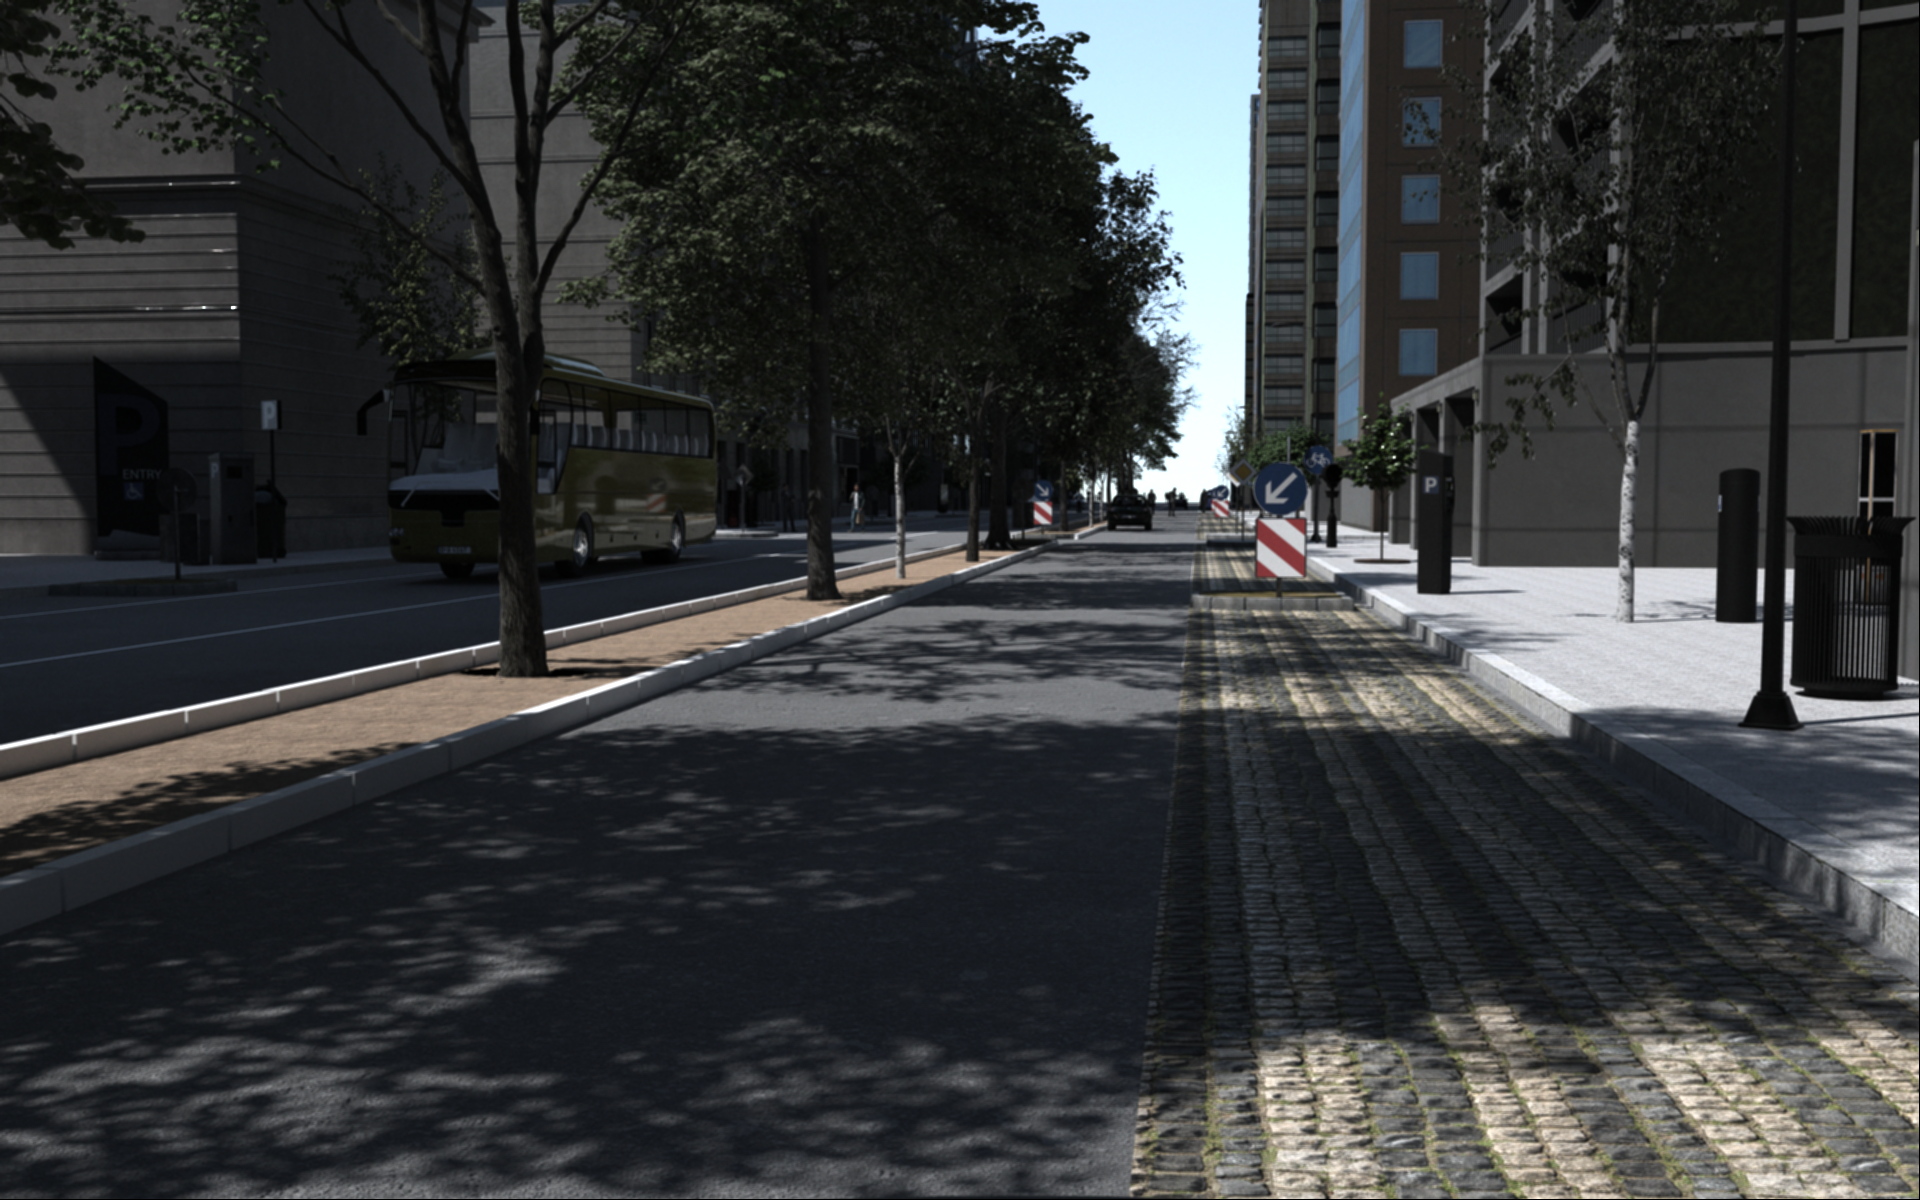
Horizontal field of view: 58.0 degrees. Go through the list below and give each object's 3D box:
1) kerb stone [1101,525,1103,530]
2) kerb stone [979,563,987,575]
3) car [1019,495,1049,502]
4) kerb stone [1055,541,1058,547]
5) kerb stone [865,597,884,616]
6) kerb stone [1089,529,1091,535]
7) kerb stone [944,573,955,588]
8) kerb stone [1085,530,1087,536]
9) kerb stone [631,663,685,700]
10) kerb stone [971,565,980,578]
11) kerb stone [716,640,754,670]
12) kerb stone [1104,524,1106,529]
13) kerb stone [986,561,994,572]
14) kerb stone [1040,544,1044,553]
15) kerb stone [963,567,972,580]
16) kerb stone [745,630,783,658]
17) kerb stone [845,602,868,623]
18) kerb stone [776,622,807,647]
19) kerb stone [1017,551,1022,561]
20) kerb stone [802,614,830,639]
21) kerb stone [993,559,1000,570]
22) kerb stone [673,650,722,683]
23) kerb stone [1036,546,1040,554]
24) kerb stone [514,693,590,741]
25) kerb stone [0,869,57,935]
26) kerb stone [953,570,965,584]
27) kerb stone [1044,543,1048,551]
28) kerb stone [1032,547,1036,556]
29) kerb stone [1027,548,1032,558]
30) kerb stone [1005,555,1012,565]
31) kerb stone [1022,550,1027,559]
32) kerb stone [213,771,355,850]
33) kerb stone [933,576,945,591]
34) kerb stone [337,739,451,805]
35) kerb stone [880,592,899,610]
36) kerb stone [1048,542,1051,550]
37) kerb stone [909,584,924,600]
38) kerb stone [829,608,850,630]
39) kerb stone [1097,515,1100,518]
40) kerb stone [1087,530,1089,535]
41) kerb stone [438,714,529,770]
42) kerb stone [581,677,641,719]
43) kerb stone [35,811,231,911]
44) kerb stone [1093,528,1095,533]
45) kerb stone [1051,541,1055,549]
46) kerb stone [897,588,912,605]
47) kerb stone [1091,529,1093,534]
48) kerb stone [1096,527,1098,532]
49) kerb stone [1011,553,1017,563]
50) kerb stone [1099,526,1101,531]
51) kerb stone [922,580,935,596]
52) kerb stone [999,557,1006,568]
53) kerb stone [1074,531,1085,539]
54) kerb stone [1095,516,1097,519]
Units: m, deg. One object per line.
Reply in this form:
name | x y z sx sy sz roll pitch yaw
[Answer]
kerb stone | 5.328 -2.733 66.899 0.120 0.150 1.000 0 4 8
kerb stone | 0.320 -0.528 30.821 0.120 0.150 1.000 0 4 8
car | 5.173 -6.531 119.148 2.083 1.381 4.827 0 4 8
kerb stone | 2.435 -1.460 46.073 0.120 0.150 1.000 0 4 8
kerb stone | -1.085 0.096 20.656 0.120 0.150 1.000 0 4 8
kerb stone | 4.332 -2.299 59.787 0.120 0.150 1.000 0 4 8
kerb stone | -0.249 -0.280 26.767 0.120 0.150 1.000 0 4 8
kerb stone | 4.049 -2.171 57.763 0.120 0.150 1.000 0 4 8
kerb stone | -2.216 0.595 12.528 0.120 0.150 1.000 0 4 8
kerb stone | 0.174 -0.466 29.809 0.120 0.150 1.000 0 4 8
kerb stone | -1.936 0.472 14.559 0.120 0.150 1.000 0 4 8
kerb stone | 5.605 -2.857 68.932 0.120 0.150 1.000 0 4 8
kerb stone | 0.453 -0.590 31.836 0.120 0.150 1.000 0 4 8
kerb stone | 1.872 -1.212 42.012 0.120 0.150 1.000 0 4 8
kerb stone | 0.038 -0.404 28.795 0.120 0.150 1.000 0 4 8
kerb stone | -1.792 0.405 15.571 0.120 0.150 1.000 0 4 8
kerb stone | -1.226 0.156 19.642 0.120 0.150 1.000 0 4 8
kerb stone | -1.656 0.343 16.584 0.120 0.150 1.000 0 4 8
kerb stone | 1.166 -0.901 36.928 0.120 0.150 1.000 0 4 8
kerb stone | -1.511 0.282 17.608 0.120 0.150 1.000 0 4 8
kerb stone | 0.600 -0.652 32.856 0.120 0.150 1.000 0 4 8
kerb stone | -2.075 0.529 13.546 0.120 0.150 1.000 0 4 8
kerb stone | 1.733 -1.150 40.995 0.120 0.150 1.000 0 4 8
kerb stone | -2.494 0.715 10.502 0.120 0.150 1.000 0 4 8
kerb stone | -3.201 1.027 5.432 0.120 0.150 1.000 0 4 8
kerb stone | -0.094 -0.342 27.782 0.120 0.150 1.000 0 4 8
kerb stone | 2.014 -1.269 43.025 0.120 0.150 1.000 0 4 8
kerb stone | 1.588 -1.087 39.976 0.120 0.150 1.000 0 4 8
kerb stone | 1.452 -1.025 38.963 0.120 0.150 1.000 0 4 8
kerb stone | 0.876 -0.773 34.896 0.120 0.150 1.000 0 4 8
kerb stone | 1.305 -0.963 37.951 0.120 0.150 1.000 0 4 8
kerb stone | -2.918 0.905 7.465 0.120 0.150 1.000 0 4 8
kerb stone | -0.389 -0.214 25.748 0.120 0.150 1.000 0 4 8
kerb stone | -2.777 0.841 8.477 0.120 0.150 1.000 0 4 8
kerb stone | -0.941 0.032 21.677 0.120 0.150 1.000 0 4 8
kerb stone | 2.152 -1.333 44.038 0.120 0.150 1.000 0 4 8
kerb stone | -0.662 -0.087 23.708 0.120 0.150 1.000 0 4 8
kerb stone | -1.368 0.227 18.624 0.120 0.150 1.000 0 4 8
kerb stone | 8.161 -4.920 102.695 0.120 0.150 1.000 0 4 8
kerb stone | 4.189 -2.237 58.775 0.120 0.150 1.000 0 4 8
kerb stone | -2.627 0.779 9.489 0.120 0.150 1.000 0 4 8
kerb stone | -2.354 0.656 11.515 0.120 0.150 1.000 0 4 8
kerb stone | -3.058 0.963 6.445 0.120 0.150 1.000 0 4 8
kerb stone | 4.623 -2.424 61.829 0.120 0.150 1.000 0 4 8
kerb stone | 2.294 -1.391 45.051 0.120 0.150 1.000 0 4 8
kerb stone | -0.805 -0.025 22.695 0.120 0.150 1.000 0 4 8
kerb stone | 4.481 -2.362 60.807 0.120 0.150 1.000 0 4 8
kerb stone | 4.902 -2.548 63.859 0.120 0.150 1.000 0 4 8
kerb stone | 1.026 -0.838 35.916 0.120 0.150 1.000 0 4 8
kerb stone | 5.177 -2.672 65.888 0.120 0.150 1.000 0 4 8
kerb stone | -0.522 -0.147 24.735 0.120 0.150 1.000 0 4 8
kerb stone | 0.742 -0.709 33.873 0.120 0.150 1.000 0 4 8
kerb stone | 3.916 -2.113 56.747 0.120 0.150 1.000 0 4 8
kerb stone | 7.468 -4.614 97.627 0.120 0.150 1.000 0 4 8
